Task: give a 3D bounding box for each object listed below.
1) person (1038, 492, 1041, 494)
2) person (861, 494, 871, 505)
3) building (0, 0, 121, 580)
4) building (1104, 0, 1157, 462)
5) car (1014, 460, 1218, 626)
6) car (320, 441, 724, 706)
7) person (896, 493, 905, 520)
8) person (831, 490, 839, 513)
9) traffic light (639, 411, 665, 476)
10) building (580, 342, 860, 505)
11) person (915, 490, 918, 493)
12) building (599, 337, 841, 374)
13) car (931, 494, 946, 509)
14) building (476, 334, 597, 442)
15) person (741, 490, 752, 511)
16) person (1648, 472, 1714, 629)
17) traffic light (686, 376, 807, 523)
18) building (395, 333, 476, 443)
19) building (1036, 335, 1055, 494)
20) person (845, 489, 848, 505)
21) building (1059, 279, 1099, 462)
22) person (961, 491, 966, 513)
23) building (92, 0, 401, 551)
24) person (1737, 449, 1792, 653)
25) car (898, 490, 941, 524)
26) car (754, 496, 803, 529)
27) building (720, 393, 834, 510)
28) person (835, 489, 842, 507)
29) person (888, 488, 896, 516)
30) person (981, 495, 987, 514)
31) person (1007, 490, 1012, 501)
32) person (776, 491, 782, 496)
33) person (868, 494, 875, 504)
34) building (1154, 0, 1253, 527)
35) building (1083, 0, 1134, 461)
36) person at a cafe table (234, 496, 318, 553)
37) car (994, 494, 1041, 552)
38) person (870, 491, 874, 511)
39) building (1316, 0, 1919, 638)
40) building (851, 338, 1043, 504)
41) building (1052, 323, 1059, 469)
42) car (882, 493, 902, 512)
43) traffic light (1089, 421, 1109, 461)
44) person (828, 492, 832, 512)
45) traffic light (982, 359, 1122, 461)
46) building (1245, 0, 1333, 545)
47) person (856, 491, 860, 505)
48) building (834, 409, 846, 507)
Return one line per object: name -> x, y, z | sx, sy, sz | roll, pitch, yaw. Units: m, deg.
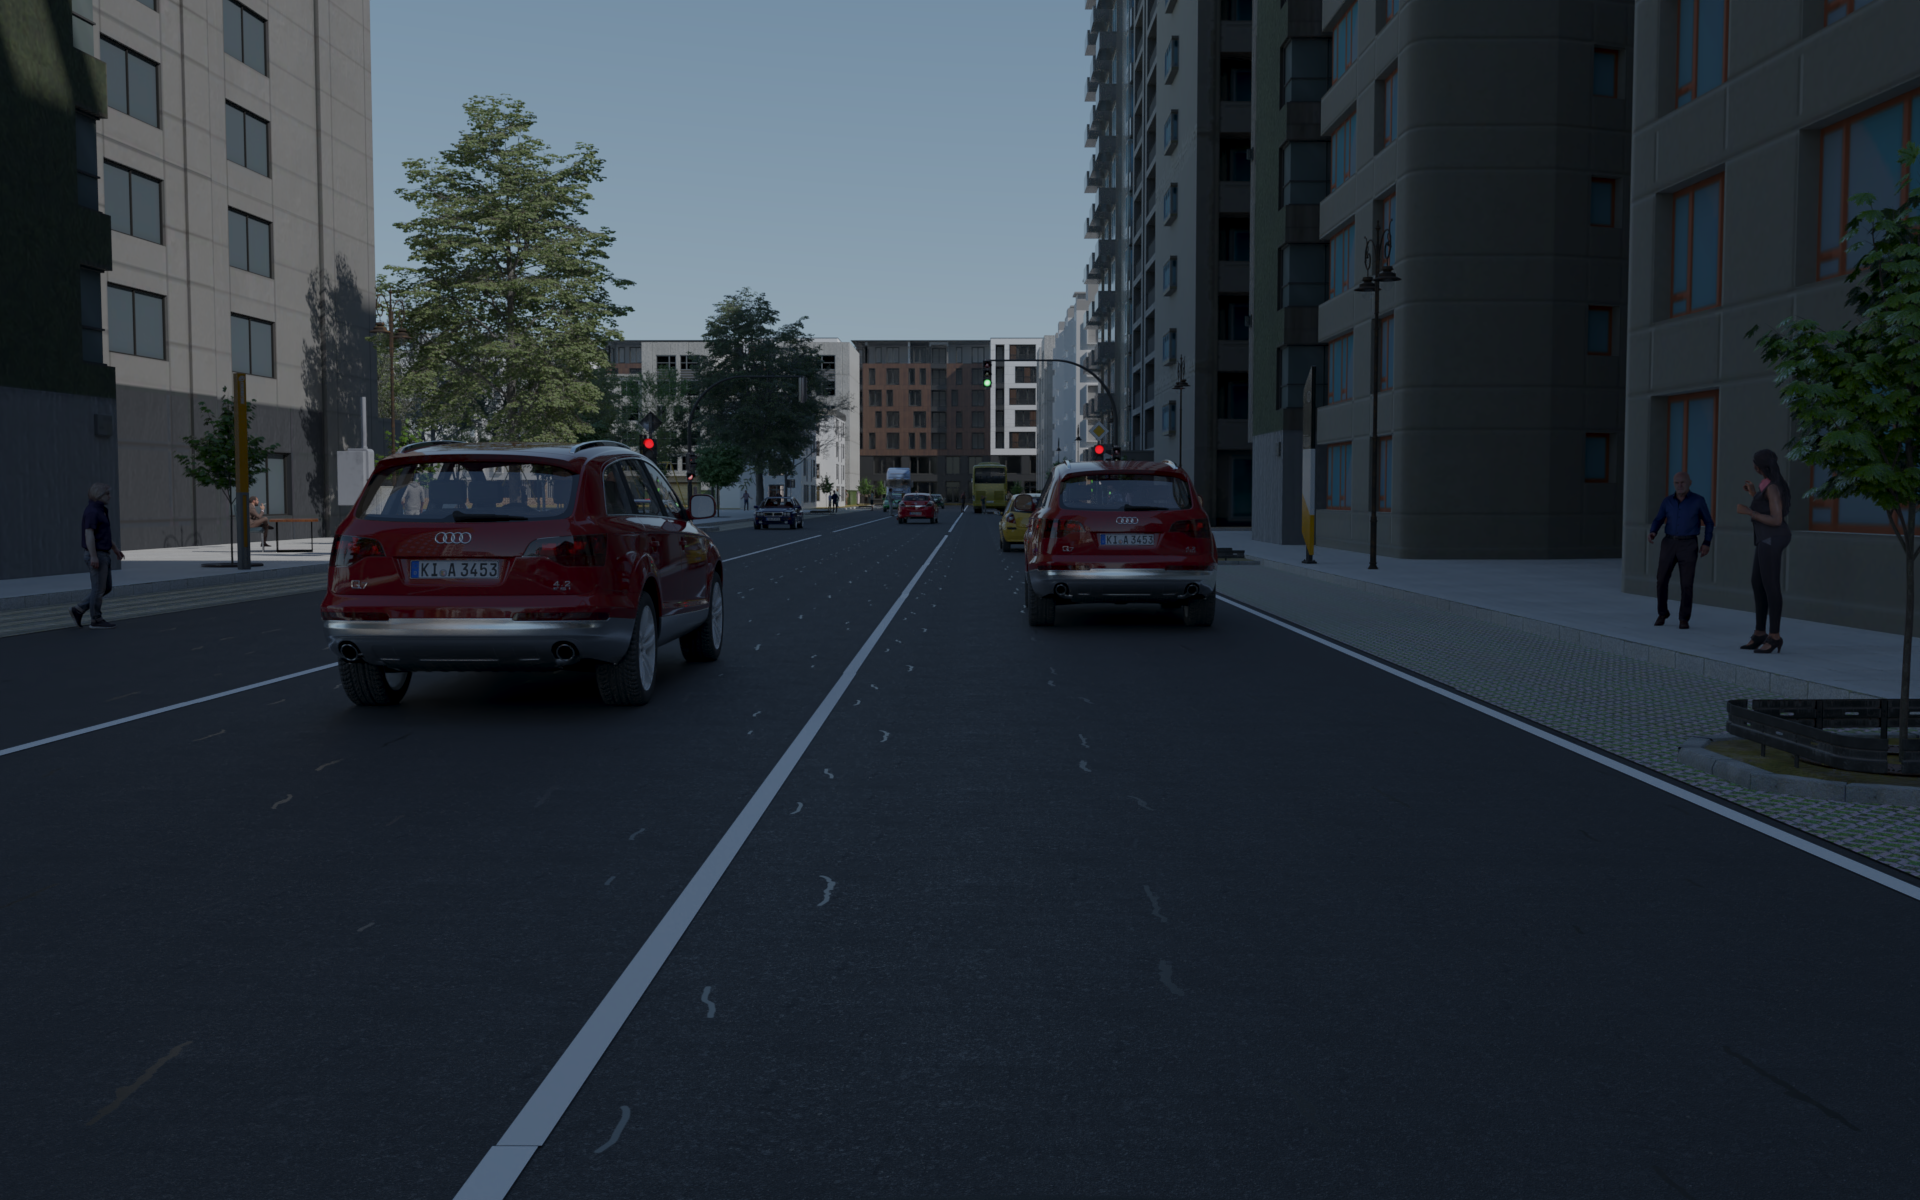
person -> 3.735, -4.495, 84.363 | 0.546, 1.535, 0.453 | -1, 4, -12
person -> -11.369, -12.446, 209.542 | 1.348, 1.823, 0.705 | 0, 4, -3
building -> -21.324, -15.290, 21.701 | 14.160, 30.474, 14.107 | 0, 4, 1
building -> 18.915, -40.420, 99.124 | 20.563, 71.187, 20.611 | 0, 4, 1
car -> 1.782, -0.712, 20.314 | 2.281, 1.827, 5.304 | 0, 4, 1
car -> -3.102, -0.281, 13.260 | 2.281, 1.827, 5.304 | 0, 4, 1
person -> -3.175, -5.133, 94.967 | 0.613, 1.512, 0.480 | -1, 4, -10
person -> -9.637, -7.562, 132.844 | 0.504, 1.737, 0.576 | 3, 5, 45
traffic light -> -10.434, -4.260, 58.578 | 0.839, 4.253, 0.868 | 0, 4, 1
building -> -28.482, -21.010, 209.967 | 31.486, 18.905, 16.747 | 0, 4, 1
person -> -3.797, -8.467, 147.469 | 0.750, 1.759, 0.617 | -2, 4, -30
building -> -32.081, -24.223, 240.027 | 32.646, 21.610, 27.936 | 0, 4, 1
car -> -2.450, -9.663, 169.784 | 2.131, 1.459, 4.920 | 0, 4, 0
building -> -50.243, -21.600, 209.580 | 11.380, 20.091, 16.016 | 0, 4, 1
person -> -16.341, -7.606, 132.356 | 0.963, 1.587, 0.435 | -2, 4, -23
person -> 6.801, -0.479, 16.567 | 0.600, 1.496, 0.574 | -2, 4, -28
traffic light -> -8.269, -5.621, 66.579 | 4.771, 5.953, 1.251 | 0, 4, 1
building -> -61.627, -21.576, 209.180 | 11.380, 20.091, 16.016 | 0, 4, 1
building -> 17.812, -20.472, 201.169 | 16.747, 18.905, 31.486 | 0, 4, 1
person -> -13.216, -11.883, 200.337 | 0.705, 1.824, 1.348 | -2, 4, -32
building -> 17.434, -18.294, 155.533 | 16.016, 20.091, 11.380 | 0, 4, 1
person -> 0.268, -7.616, 134.496 | 0.415, 1.643, 0.593 | 0, 4, 6
building -> -28.919, -37.133, 45.378 | 20.611, 71.187, 20.563 | 0, 4, 1
person -> 6.482, -0.400, 14.049 | 0.415, 1.643, 0.593 | -1, 4, -15
car -> -2.031, -4.647, 85.020 | 2.155, 1.783, 4.494 | 0, 4, 3
car -> -7.469, -3.598, 71.407 | 1.945, 1.354, 3.894 | 0, 4, 1
building -> -17.387, -13.119, 156.643 | 9.099, 9.664, 28.070 | 0, 4, 1
person -> -11.970, -9.971, 169.144 | 0.705, 1.814, 1.350 | 2, 4, 31
person -> -4.369, -6.274, 111.220 | 0.789, 1.805, 0.875 | -1, 4, -14
person -> 1.709, -6.775, 123.180 | 0.435, 1.345, 0.340 | -1, 4, -23
person -> 5.224, -10.783, 184.815 | 1.348, 1.823, 0.705 | 3, 5, 44
person -> -13.836, -7.600, 132.570 | 0.388, 1.546, 0.482 | 3, 5, 44
person -> -11.117, -12.712, 213.902 | 1.348, 1.821, 0.705 | -1, 4, -21
building -> 19.587, -27.645, 75.697 | 21.600, 48.544, 21.300 | 0, 4, 1
building -> 20.591, -30.946, 125.576 | 23.786, 49.044, 30.456 | 0, 4, 1
person at a cafe table -> -15.129, -1.681, 38.342 | 1.726, 1.238, 1.698 | -1, 4, -21
car -> 1.883, -2.083, 44.275 | 2.015, 1.641, 3.980 | 0, 3, 0
person -> -7.625, -8.518, 148.550 | 0.721, 1.735, 1.217 | 0, 4, 0
building -> 22.498, -11.170, 27.669 | 27.650, 21.520, 28.899 | 0, 4, 1
building -> 1.934, -24.228, 240.109 | 32.646, 21.610, 27.936 | 0, 4, 1
building -> 17.328, -19.025, 167.480 | 16.016, 20.091, 11.380 | 0, 4, 1
car -> -5.295, -8.003, 139.647 | 1.959, 1.807, 4.718 | 0, 4, -1
traffic light -> 5.299, -4.741, 66.437 | 0.839, 4.253, 0.868 | 0, 4, 1
person -> -10.223, -7.707, 136.573 | 0.319, 1.574, 0.516 | -2, 4, -28
traffic light -> 3.134, -5.117, 58.330 | 4.771, 5.953, 1.251 | 0, 4, 1
building -> 15.181, -16.988, 49.452 | 14.160, 30.474, 14.107 | 0, 4, 1
person -> -12.235, -12.313, 208.035 | 0.551, 1.740, 0.621 | 0, 4, 5
building -> -16.669, -14.832, 184.655 | 9.099, 9.664, 28.070 | 0, 4, 1
